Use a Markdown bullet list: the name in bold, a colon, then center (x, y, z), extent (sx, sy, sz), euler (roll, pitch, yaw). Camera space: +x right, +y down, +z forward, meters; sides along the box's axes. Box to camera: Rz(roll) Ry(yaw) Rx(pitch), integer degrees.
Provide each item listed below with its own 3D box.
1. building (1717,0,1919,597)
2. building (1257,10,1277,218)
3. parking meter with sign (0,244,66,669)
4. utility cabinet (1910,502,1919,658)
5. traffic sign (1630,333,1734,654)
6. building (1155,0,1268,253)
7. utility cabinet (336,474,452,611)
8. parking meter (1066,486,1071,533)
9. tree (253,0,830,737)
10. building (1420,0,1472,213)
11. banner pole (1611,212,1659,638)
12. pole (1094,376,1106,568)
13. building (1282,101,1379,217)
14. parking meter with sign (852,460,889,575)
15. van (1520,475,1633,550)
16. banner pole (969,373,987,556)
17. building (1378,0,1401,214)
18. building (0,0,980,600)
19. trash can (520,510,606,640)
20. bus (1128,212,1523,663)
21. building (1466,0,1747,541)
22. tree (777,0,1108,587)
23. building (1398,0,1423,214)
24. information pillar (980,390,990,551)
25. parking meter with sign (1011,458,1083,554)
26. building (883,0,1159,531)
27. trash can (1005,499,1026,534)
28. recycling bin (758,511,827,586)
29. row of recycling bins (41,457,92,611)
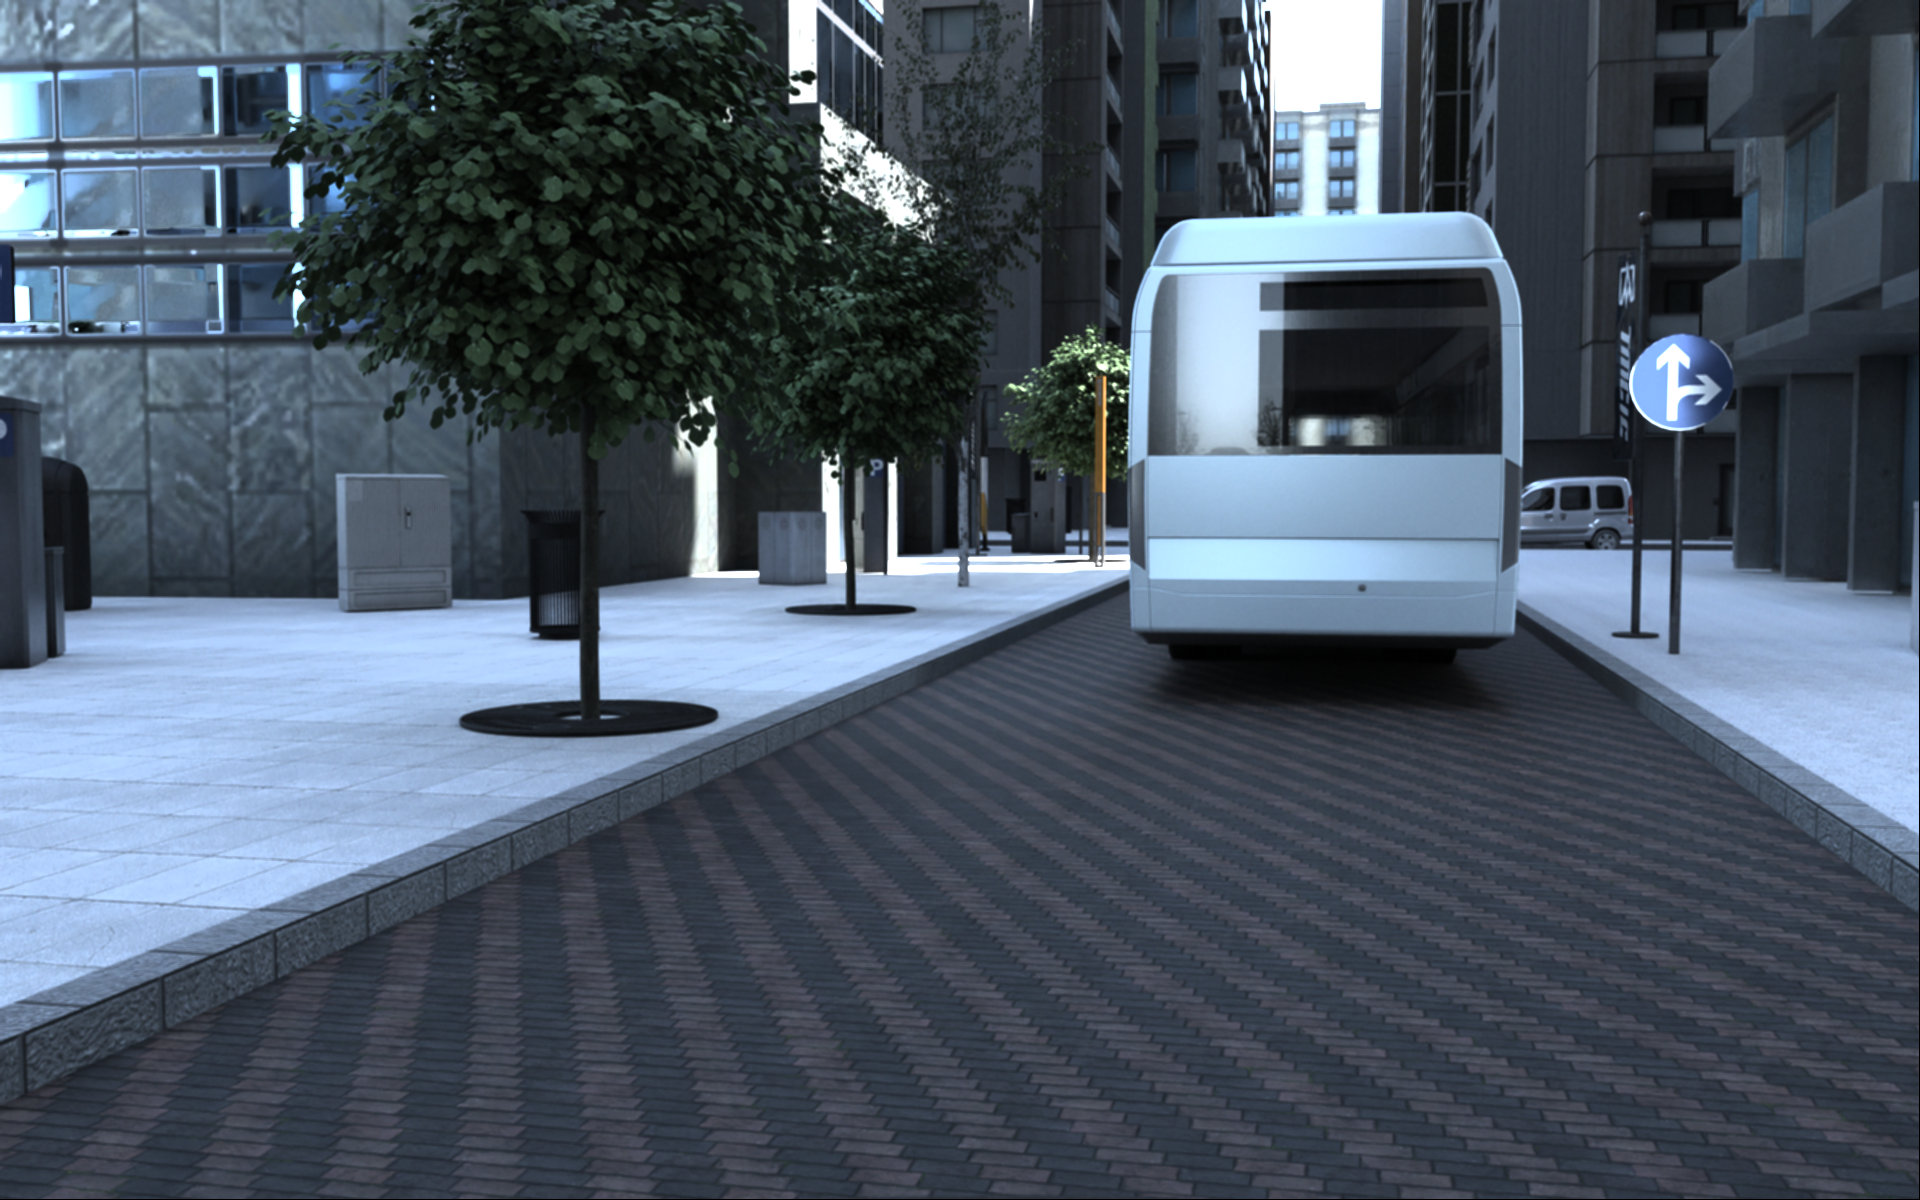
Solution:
- **building**: center (21.355, -24.313, 17.125), extent (23.786, 49.044, 30.456), euler (1, 4, 12)
- **building**: center (21.801, -31.195, 160.140), extent (14.600, 45.320, 14.200), euler (1, 4, 12)
- **parking meter with sign**: center (-7.116, -1.019, 12.914), extent (0.543, 3.016, 1.738), euler (-1, 4, -16)
- **utility cabinet**: center (7.864, -0.169, 13.929), extent (0.306, 1.237, 1.020), euler (2, 4, 25)
- **traffic sign**: center (5.735, -0.839, 13.830), extent (0.768, 2.556, 0.104), euler (1, 4, 18)
- **building**: center (12.857, -31.750, 138.726), extent (23.786, 49.044, 30.456), euler (1, 4, 12)
- **utility cabinet**: center (-6.242, -0.640, 19.146), extent (1.173, 1.500, 0.318), euler (-3, 5, -40)
- **parking meter**: center (3.456, -2.950, 56.638), extent (0.372, 1.533, 0.369), euler (0, 3, 0)
- **tree**: center (-2.027, -1.587, 9.653), extent (4.285, 4.588, 4.351), euler (0, 3, 0)
- **building**: center (37.298, -40.881, 106.655), extent (20.563, 71.187, 20.611), euler (1, 4, 12)
- **banner pole**: center (6.075, -1.570, 15.695), extent (0.401, 3.779, 0.863), euler (0, 4, 0)
- **pole**: center (2.432, -2.215, 30.055), extent (0.158, 3.312, 0.155), euler (0, 3, 0)
- **building**: center (46.927, -36.366, 214.198), extent (30.456, 49.044, 23.786), euler (1, 4, 12)
- **parking meter with sign**: center (-1.424, -1.960, 28.313), extent (0.543, 3.016, 1.738), euler (-1, 4, -17)
- **van**: center (14.036, -2.120, 41.678), extent (4.112, 2.044, 2.013), euler (1, 4, 13)
- **banner pole**: center (0.306, -2.796, 35.729), extent (0.401, 3.779, 0.863), euler (1, 4, 16)
- **building**: center (53.384, -38.813, 176.583), extent (21.231, 58.520, 28.212), euler (1, 4, 12)
- **building**: center (-17.042, -43.955, 31.332), extent (31.000, 86.520, 22.319), euler (1, 4, 12)
- **trash can**: center (-3.526, -0.231, 15.429), extent (0.748, 1.137, 0.748), euler (0, 3, 0)
- **bus**: center (3.599, -1.414, 17.983), extent (2.948, 3.499, 13.247), euler (1, 4, 10)
- **building**: center (22.993, -22.513, 51.683), extent (14.086, 41.232, 14.154), euler (1, 4, 12)
- **tree**: center (-0.190, -4.491, 23.787), extent (4.360, 8.622, 3.978), euler (0, 3, 0)
- **building**: center (39.858, -29.263, 128.568), extent (14.600, 45.320, 14.200), euler (1, 4, 12)
- **information pillar**: center (0.549, -2.909, 38.915), extent (0.183, 3.616, 0.504), euler (1, 4, 10)
- **parking meter with sign**: center (1.901, -2.510, 37.301), extent (1.738, 3.016, 0.543), euler (2, 4, 35)
- **building**: center (-0.287, -23.306, 64.652), extent (14.154, 41.232, 14.086), euler (1, 4, 12)
- **trash can**: center (1.781, -2.684, 55.533), extent (0.748, 1.137, 0.748), euler (0, 3, 0)
- **recycling bin**: center (-2.392, -0.745, 24.735), extent (0.722, 1.027, 0.722), euler (3, 4, 38)
- **row of recycling bins**: center (-10.577, -0.660, 17.907), extent (1.069, 1.692, 3.534), euler (1, 4, 22)
